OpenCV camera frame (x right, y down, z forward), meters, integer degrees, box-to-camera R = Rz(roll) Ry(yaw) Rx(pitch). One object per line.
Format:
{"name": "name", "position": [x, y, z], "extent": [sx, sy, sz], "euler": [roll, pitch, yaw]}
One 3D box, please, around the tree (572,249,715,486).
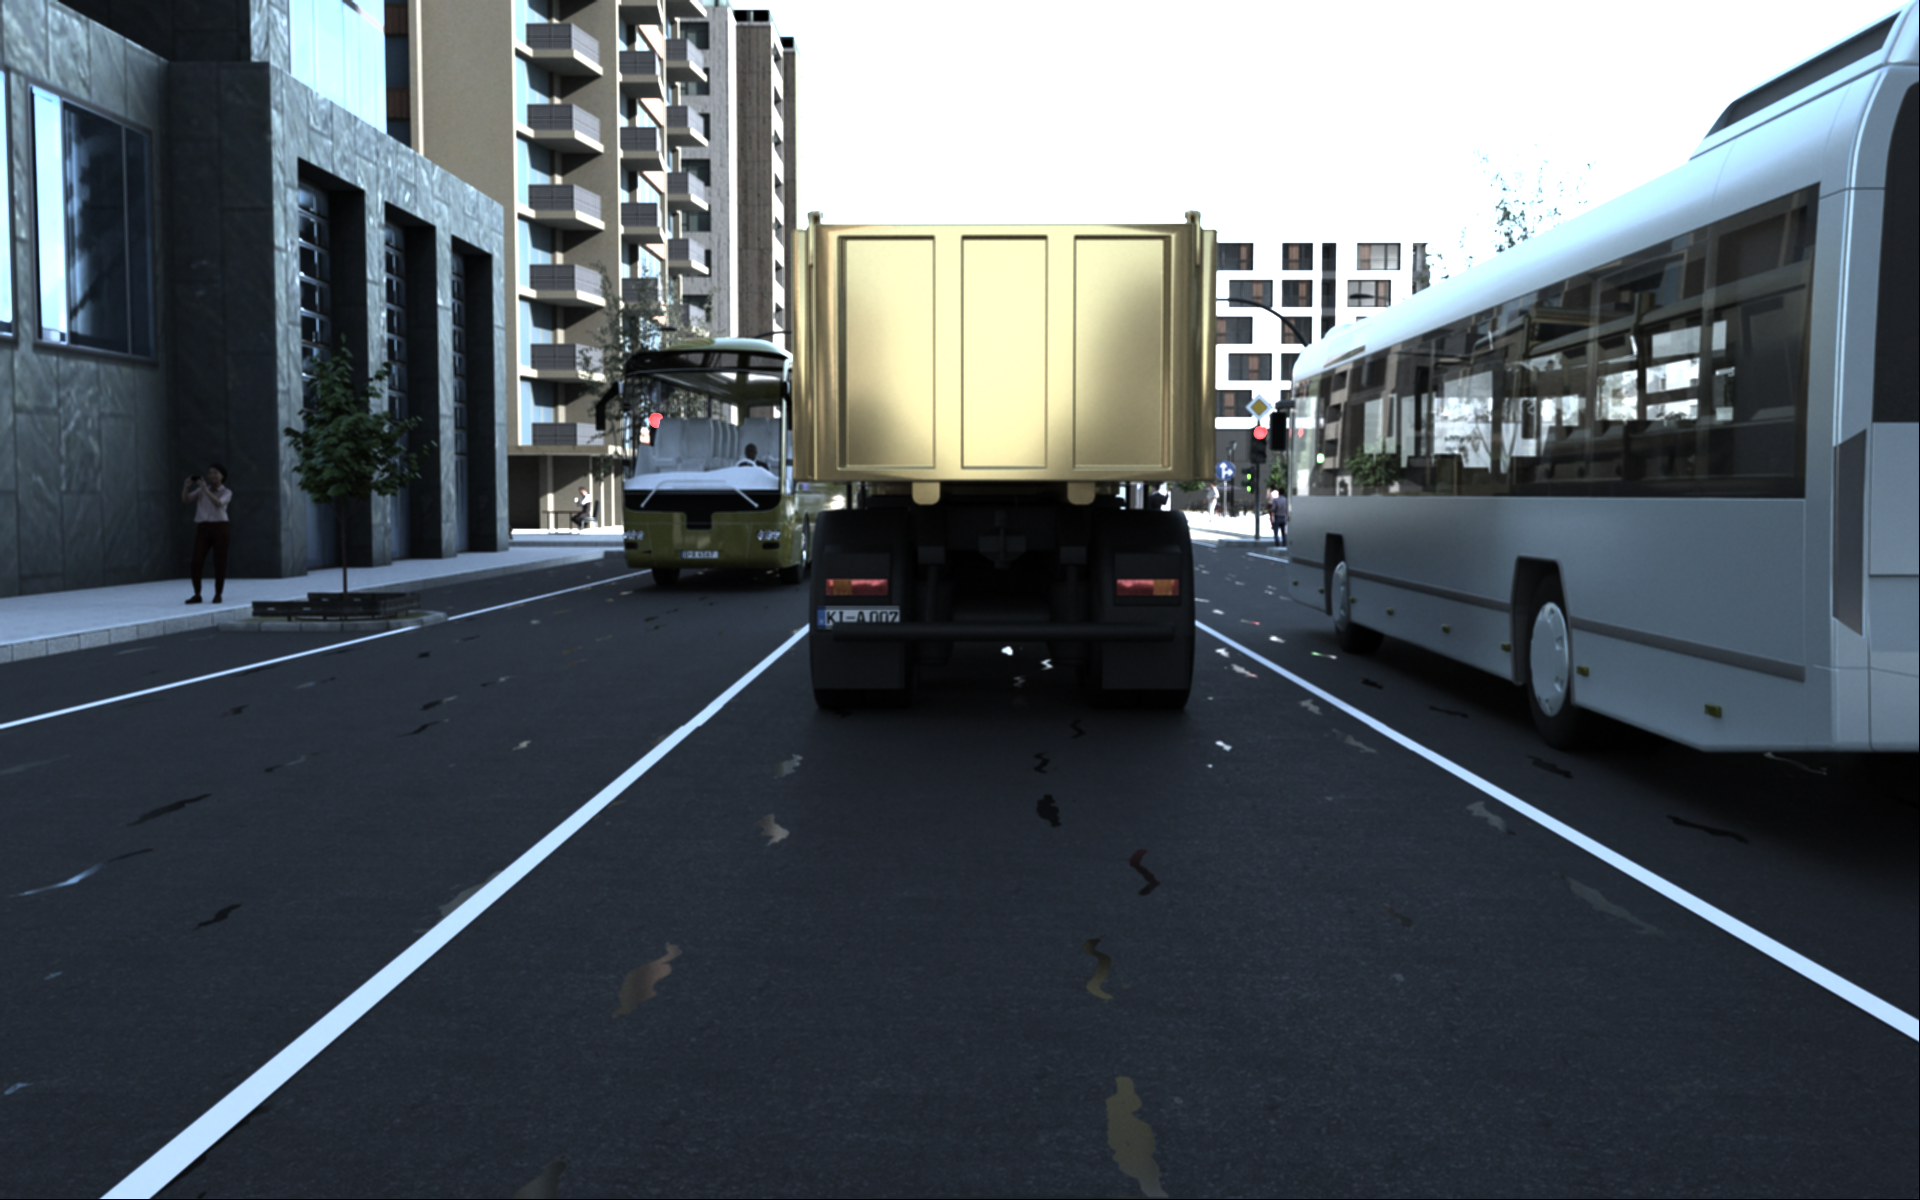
{"name": "tree", "position": [-9.980, -6.264, 52.773], "extent": [4.360, 8.622, 3.978], "euler": [0, 3, 0]}

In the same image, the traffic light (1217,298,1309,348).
{"name": "traffic light", "position": [6.165, -4.005, 40.157], "extent": [4.771, 5.953, 1.251], "euler": [0, 4, 0]}

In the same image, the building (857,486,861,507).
{"name": "building", "position": [-17.744, -19.434, 174.172], "extent": [16.016, 20.091, 11.380], "euler": [0, 4, 0]}

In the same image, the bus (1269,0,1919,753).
{"name": "bus", "position": [4.605, -1.098, 12.807], "extent": [2.948, 3.499, 13.247], "euler": [0, 4, 1]}

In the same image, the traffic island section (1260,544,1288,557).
{"name": "traffic island section", "position": [8.297, -1.108, 40.403], "extent": [2.009, 0.180, 2.903], "euler": [0, 4, 0]}

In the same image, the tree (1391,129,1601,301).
{"name": "tree", "position": [11.197, -5.220, 35.708], "extent": [4.360, 8.622, 3.978], "euler": [0, 3, 0]}

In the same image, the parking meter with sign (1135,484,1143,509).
{"name": "parking meter with sign", "position": [10.167, -6.225, 98.042], "extent": [0.543, 3.016, 1.738], "euler": [0, 4, 2]}

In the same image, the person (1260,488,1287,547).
{"name": "person", "position": [7.932, -1.985, 42.914], "extent": [0.963, 1.587, 0.435], "euler": [-2, 4, -26]}

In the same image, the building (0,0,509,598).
{"name": "building", "position": [-25.756, -43.597, 25.488], "extent": [31.000, 86.520, 22.319], "euler": [0, 4, 0]}

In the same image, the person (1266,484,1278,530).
{"name": "person", "position": [11.314, -3.377, 62.723], "extent": [0.517, 1.644, 0.566], "euler": [2, 4, 31]}

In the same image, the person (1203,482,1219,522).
{"name": "person", "position": [11.279, -4.395, 78.049], "extent": [0.789, 1.805, 0.875], "euler": [-2, 4, -25]}

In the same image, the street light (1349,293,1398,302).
{"name": "street light", "position": [9.711, -4.142, 40.270], "extent": [1.470, 5.913, 1.316], "euler": [0, 4, 0]}

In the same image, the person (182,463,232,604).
{"name": "person", "position": [-8.811, -0.783, 20.302], "extent": [0.517, 1.644, 0.566], "euler": [3, 5, 42]}

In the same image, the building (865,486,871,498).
{"name": "building", "position": [-25.310, -19.833, 190.734], "extent": [31.486, 18.905, 16.747], "euler": [0, 4, 0]}

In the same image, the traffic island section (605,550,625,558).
{"name": "traffic island section", "position": [-7.024, -1.113, 40.472], "extent": [2.009, 0.180, 2.903], "euler": [0, 4, 0]}

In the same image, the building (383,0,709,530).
{"name": "building", "position": [-23.069, -25.683, 74.548], "extent": [22.147, 44.769, 28.867], "euler": [0, 4, 0]}

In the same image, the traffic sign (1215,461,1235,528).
{"name": "traffic sign", "position": [10.081, -4.025, 65.910], "extent": [0.768, 2.556, 0.104], "euler": [1, 4, 8]}

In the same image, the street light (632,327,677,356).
{"name": "street light", "position": [-8.547, -4.629, 48.220], "extent": [1.470, 5.913, 1.316], "euler": [0, 4, 0]}

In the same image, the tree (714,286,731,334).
{"name": "tree", "position": [-9.121, -6.561, 57.641], "extent": [4.360, 8.622, 3.978], "euler": [0, 3, 0]}

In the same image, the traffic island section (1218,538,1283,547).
{"name": "traffic island section", "position": [8.331, -1.597, 48.388], "extent": [2.009, 0.180, 2.903], "euler": [0, 4, 0]}

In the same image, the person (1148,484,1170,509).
{"name": "person", "position": [4.056, -1.614, 35.698], "extent": [0.445, 1.727, 0.742], "euler": [2, 4, 24]}

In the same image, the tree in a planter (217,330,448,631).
{"name": "tree in a planter", "position": [-6.787, -1.333, 19.019], "extent": [1.991, 3.239, 1.994], "euler": [0, 4, 0]}

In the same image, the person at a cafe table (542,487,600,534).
{"name": "person at a cafe table", "position": [-12.485, -2.899, 55.911], "extent": [1.622, 1.524, 1.698], "euler": [-2, 4, -27]}

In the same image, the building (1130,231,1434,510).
{"name": "building", "position": [26.148, -18.775, 150.950], "extent": [27.936, 21.610, 32.646], "euler": [0, 4, 0]}

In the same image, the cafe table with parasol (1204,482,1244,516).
{"name": "cafe table with parasol", "position": [15.338, -5.862, 100.707], "extent": [2.610, 1.966, 2.610], "euler": [-3, 5, -40]}

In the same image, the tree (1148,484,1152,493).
{"name": "tree", "position": [11.976, -6.659, 103.471], "extent": [1.663, 3.219, 1.824], "euler": [0, 3, 0]}

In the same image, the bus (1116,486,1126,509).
{"name": "bus", "position": [5.227, -4.730, 72.192], "extent": [2.948, 3.499, 13.247], "euler": [0, 4, 1]}

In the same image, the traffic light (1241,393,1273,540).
{"name": "traffic light", "position": [8.291, -3.630, 48.274], "extent": [0.839, 4.253, 0.868], "euler": [0, 4, 0]}

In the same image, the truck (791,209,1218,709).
{"name": "truck", "position": [0.313, -1.177, 15.170], "extent": [3.469, 3.379, 9.791], "euler": [0, 4, 1]}

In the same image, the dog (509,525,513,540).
{"name": "dog", "position": [-12.705, -1.871, 48.327], "extent": [0.550, 0.427, 0.748], "euler": [3, 5, 44]}

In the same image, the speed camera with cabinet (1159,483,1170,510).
{"name": "speed camera with cabinet", "position": [10.140, -5.662, 86.908], "extent": [0.660, 3.252, 2.038], "euler": [0, 4, 0]}

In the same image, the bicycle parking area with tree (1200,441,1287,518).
{"name": "bicycle parking area with tree", "position": [17.413, -6.571, 94.438], "extent": [8.231, 4.147, 9.016], "euler": [0, 4, 8]}

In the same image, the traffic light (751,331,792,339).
{"name": "traffic light", "position": [-4.858, -4.506, 48.349], "extent": [4.771, 5.953, 1.251], "euler": [0, 4, 0]}

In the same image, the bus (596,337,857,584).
{"name": "bus", "position": [-3.611, -2.404, 30.848], "extent": [2.896, 3.916, 12.252], "euler": [0, 4, 2]}

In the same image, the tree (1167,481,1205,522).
{"name": "tree", "position": [10.442, -5.210, 79.787], "extent": [1.663, 3.219, 1.824], "euler": [0, 3, 0]}

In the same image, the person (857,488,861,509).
{"name": "person", "position": [-8.370, -8.508, 145.701], "extent": [0.434, 1.755, 0.990], "euler": [-3, 5, -43]}

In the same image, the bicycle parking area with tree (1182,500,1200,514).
{"name": "bicycle parking area with tree", "position": [18.539, -7.462, 108.999], "extent": [8.231, 4.147, 9.016], "euler": [-2, 4, -27]}

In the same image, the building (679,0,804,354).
{"name": "building", "position": [-17.061, -20.348, 104.392], "extent": [14.160, 30.474, 14.107], "euler": [0, 4, 0]}

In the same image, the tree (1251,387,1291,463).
{"name": "tree", "position": [22.188, -10.323, 119.146], "extent": [4.360, 8.622, 3.978], "euler": [0, 3, 0]}

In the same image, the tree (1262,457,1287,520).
{"name": "tree", "position": [15.794, -5.641, 86.838], "extent": [1.663, 3.219, 1.824], "euler": [0, 3, 0]}
